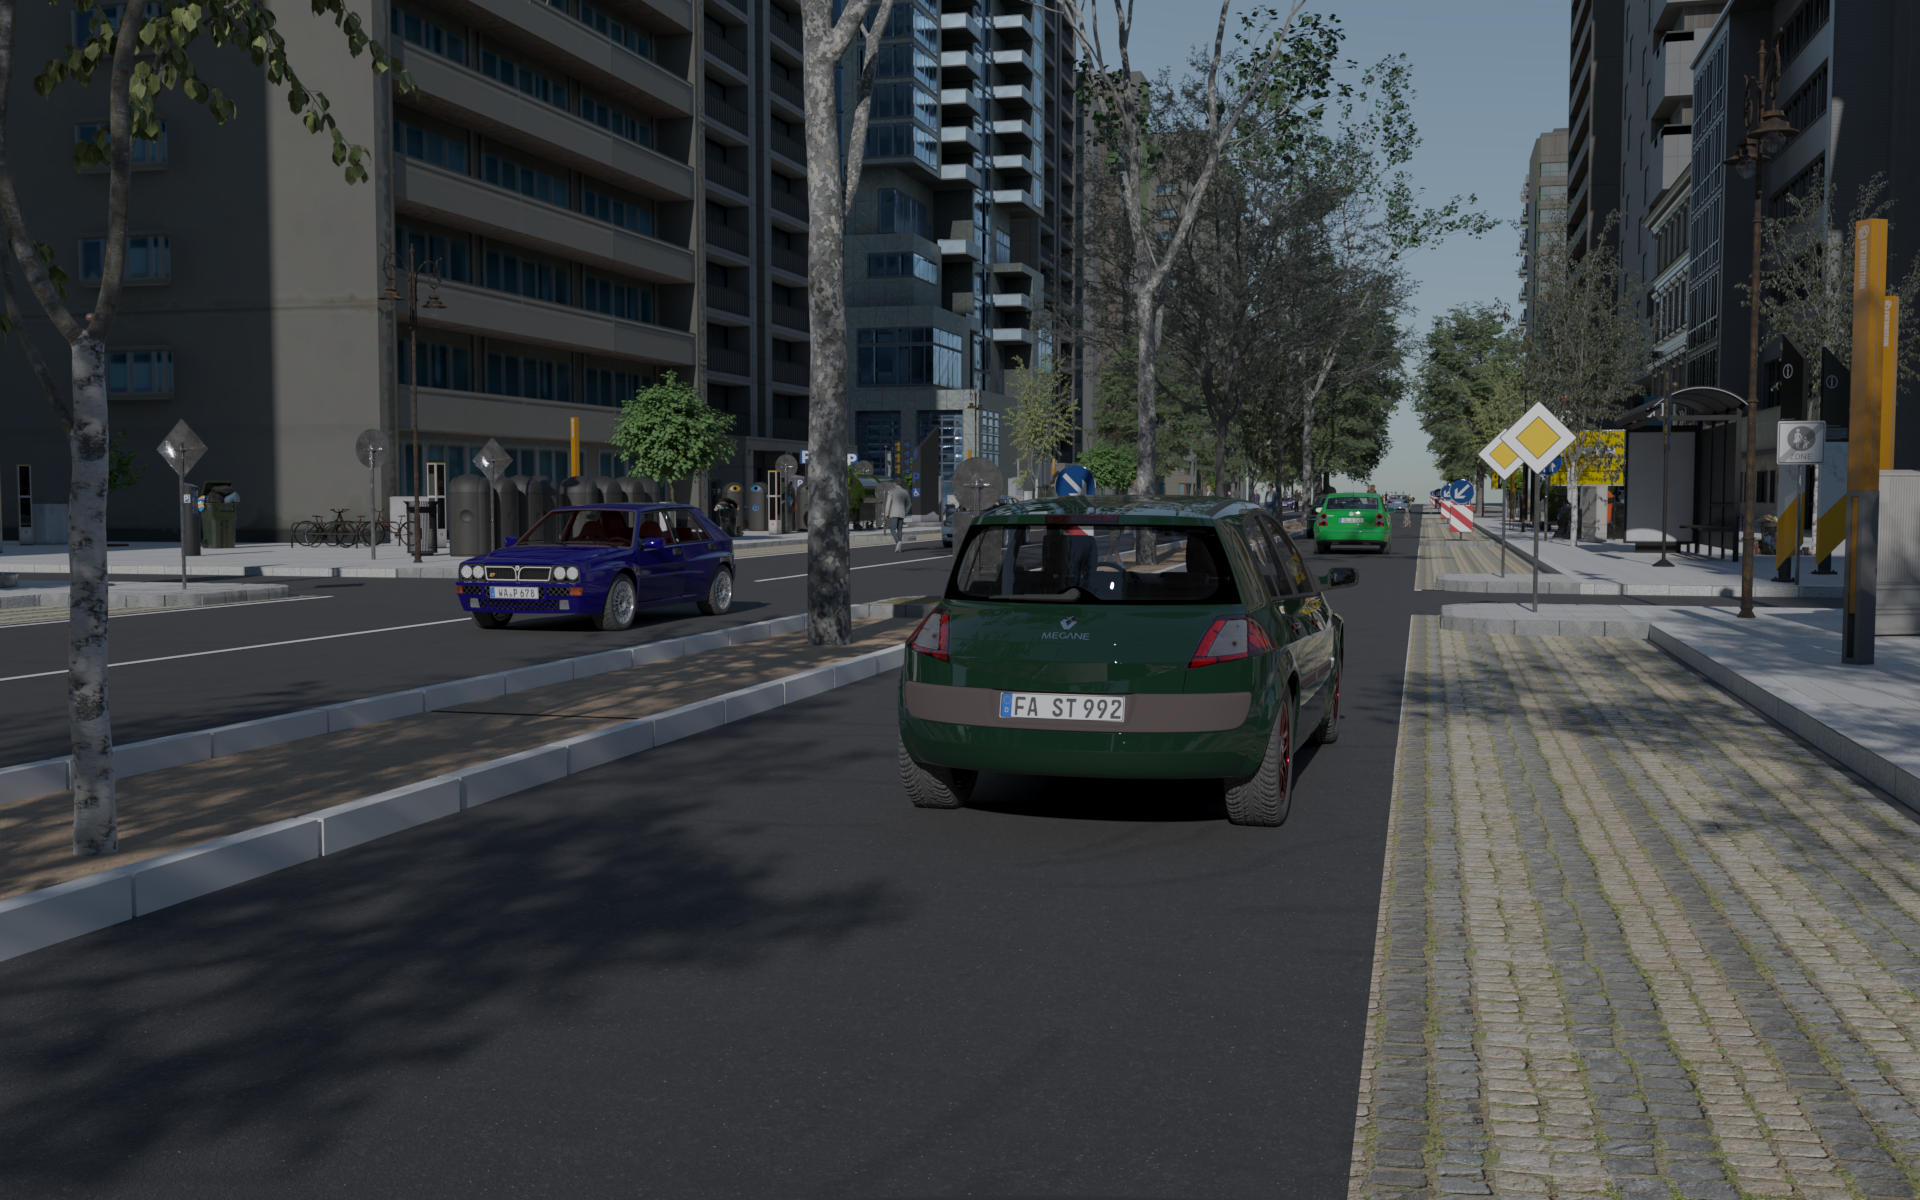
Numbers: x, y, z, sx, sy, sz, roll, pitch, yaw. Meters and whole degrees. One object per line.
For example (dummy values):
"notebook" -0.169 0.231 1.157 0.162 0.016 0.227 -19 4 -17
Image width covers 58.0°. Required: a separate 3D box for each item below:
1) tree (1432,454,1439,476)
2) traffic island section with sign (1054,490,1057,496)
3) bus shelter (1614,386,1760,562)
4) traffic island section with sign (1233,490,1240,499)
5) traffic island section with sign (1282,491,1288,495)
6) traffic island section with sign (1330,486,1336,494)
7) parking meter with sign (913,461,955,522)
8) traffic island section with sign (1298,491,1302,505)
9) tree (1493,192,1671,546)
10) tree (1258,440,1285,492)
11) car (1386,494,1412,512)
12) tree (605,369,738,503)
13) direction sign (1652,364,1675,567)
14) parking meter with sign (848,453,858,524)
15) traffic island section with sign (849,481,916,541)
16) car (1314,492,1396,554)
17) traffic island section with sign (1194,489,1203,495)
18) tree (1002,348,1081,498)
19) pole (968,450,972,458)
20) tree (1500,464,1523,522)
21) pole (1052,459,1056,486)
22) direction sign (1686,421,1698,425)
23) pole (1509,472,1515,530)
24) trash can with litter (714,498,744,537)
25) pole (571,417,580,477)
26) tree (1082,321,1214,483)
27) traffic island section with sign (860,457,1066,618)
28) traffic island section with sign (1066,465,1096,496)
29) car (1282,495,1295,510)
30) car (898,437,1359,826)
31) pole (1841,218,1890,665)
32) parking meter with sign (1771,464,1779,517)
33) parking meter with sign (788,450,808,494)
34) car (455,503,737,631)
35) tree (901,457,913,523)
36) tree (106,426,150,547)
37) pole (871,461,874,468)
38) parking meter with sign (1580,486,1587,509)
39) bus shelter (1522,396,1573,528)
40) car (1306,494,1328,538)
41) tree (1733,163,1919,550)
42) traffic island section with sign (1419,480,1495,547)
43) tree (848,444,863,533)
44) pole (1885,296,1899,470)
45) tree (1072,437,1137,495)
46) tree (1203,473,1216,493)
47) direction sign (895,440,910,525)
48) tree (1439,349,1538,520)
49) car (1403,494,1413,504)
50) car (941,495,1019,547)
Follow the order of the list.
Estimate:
"tree" 42.479 -11.812 143.493 4.737 8.622 4.395 0 3 0
"traffic island section with sign" 4.562 -4.313 79.150 1.989 1.847 2.006 1 4 15
"bus shelter" 14.591 -2.521 35.139 2.014 3.302 5.546 1 4 15
"traffic island section with sign" 24.555 -8.872 153.681 1.989 1.847 2.006 1 4 15
"traffic island section with sign" 38.987 -12.156 207.372 1.989 1.847 2.006 1 4 15
"traffic island section with sign" 21.449 -5.646 100.448 2.006 1.907 1.989 1 4 15
"parking meter with sign" -1.059 -4.669 72.595 1.738 3.016 0.543 1 4 14
"traffic island section with sign" 45.962 -13.748 233.413 1.989 1.847 2.006 1 4 15
"tree" 15.027 -5.611 42.096 4.360 8.622 3.978 0 3 0
"tree" 37.946 -16.036 212.550 4.737 8.622 4.395 0 3 0
"car" 34.540 -7.603 136.316 2.014 1.417 4.499 1 4 17
"tree" -7.572 -3.749 45.016 4.285 4.588 4.351 0 3 0
"direction sign" 12.440 -2.356 30.518 0.379 3.537 0.876 2 4 28
"parking meter with sign" -4.609 -4.813 74.951 0.543 3.016 1.738 0 4 2
"traffic island section with sign" -2.424 -2.721 53.113 1.989 1.847 2.006 1 4 15
"car" 9.712 -2.070 42.638 1.959 1.807 4.718 1 4 15
"traffic island section with sign" 17.565 -7.276 127.585 1.989 1.847 2.006 1 4 15
"tree" 3.965 -8.402 87.738 4.737 8.622 4.395 0 3 0
"pole" 0.438 -5.237 79.475 0.158 3.312 0.155 0 3 0
"tree" 25.740 -5.254 80.509 1.663 3.219 1.824 0 3 0
"pole" 5.395 -6.466 99.555 0.158 3.312 0.155 0 3 0
"direction sign" 22.140 -3.691 52.353 0.379 3.537 0.876 0 4 -3
"pole" 19.670 -4.148 61.668 0.158 3.312 0.155 0 3 0
"trash can with litter" -6.868 -2.467 51.724 0.624 1.170 1.055 1 4 14
"pole" -10.225 -3.194 46.066 0.158 3.312 0.155 0 3 0
"tree" 13.061 -13.065 120.266 9.857 13.997 8.962 0 3 0
"traffic island section with sign" 0.048 -0.769 20.714 2.006 1.907 1.989 1 4 15
"traffic island section with sign" 1.978 -1.207 27.867 2.006 1.907 1.989 1 4 15
"car" 30.167 -9.060 160.711 1.945 1.354 3.894 1 4 14
"car" 1.010 0.047 9.021 2.009 1.686 4.222 1 4 17
"pole" 6.783 -1.171 12.984 0.158 3.312 0.155 0 3 0
"parking meter with sign" 21.101 -2.924 44.061 0.543 3.016 1.738 0 4 7
"parking meter with sign" -6.535 -4.468 69.316 0.543 3.016 1.738 -2 4 -32
"car" -3.981 -0.421 19.468 1.945 1.354 3.894 1 4 17
"tree" -1.769 -4.995 76.265 1.663 3.219 1.824 0 3 0
"tree" -20.982 -2.917 42.292 1.663 3.219 1.824 0 3 0
"pole" -5.424 -6.927 107.093 0.158 3.312 0.155 0 3 0
"parking meter with sign" 28.081 -5.029 78.483 1.738 3.016 0.543 -2 4 -26
"bus shelter" 23.252 -5.557 68.482 2.179 5.291 8.768 1 4 15
"car" 12.629 -2.810 57.734 2.131 1.459 4.920 1 4 17
"tree" 19.863 -5.448 39.439 4.360 8.622 3.978 0 3 0
"traffic island section with sign" 13.744 -2.402 47.897 1.989 1.847 2.006 1 4 15
"tree" -3.977 -3.788 56.534 1.663 3.219 1.824 0 3 0
"pole" 9.583 -1.475 17.965 0.158 3.312 0.155 0 3 0
"tree" 8.145 -7.140 100.450 4.285 4.588 4.351 0 3 0
"tree" 22.853 -9.928 156.917 1.663 3.219 1.824 0 3 0
"direction sign" -2.402 -4.908 72.242 0.876 3.537 0.379 3 5 42
"tree" 27.197 -8.349 86.875 4.737 8.622 4.395 0 3 0
"car" 41.098 -9.221 160.983 2.015 1.641 3.980 1 4 14
"car" 0.774 -2.199 47.954 2.014 1.417 4.499 1 4 14
